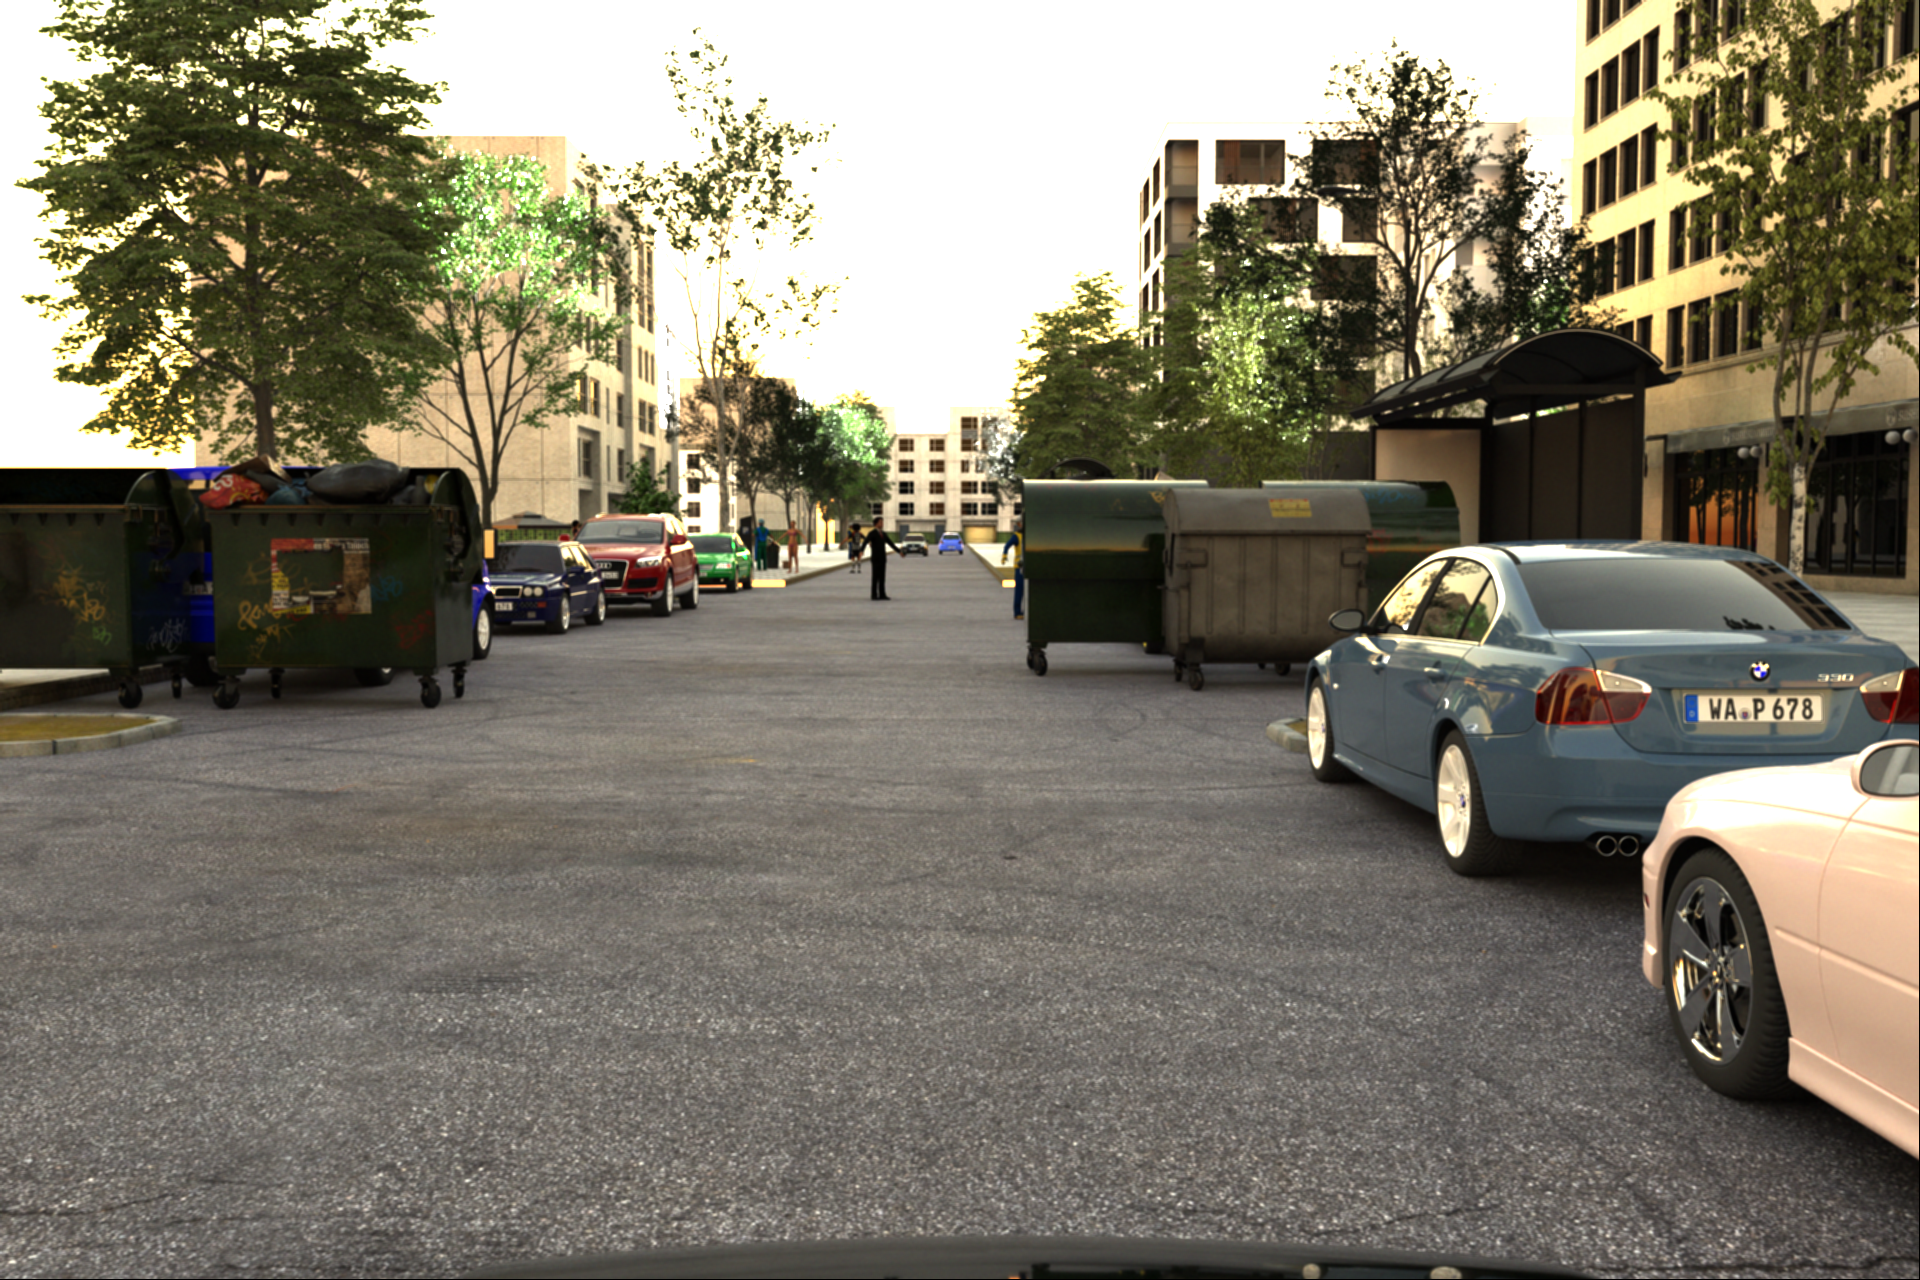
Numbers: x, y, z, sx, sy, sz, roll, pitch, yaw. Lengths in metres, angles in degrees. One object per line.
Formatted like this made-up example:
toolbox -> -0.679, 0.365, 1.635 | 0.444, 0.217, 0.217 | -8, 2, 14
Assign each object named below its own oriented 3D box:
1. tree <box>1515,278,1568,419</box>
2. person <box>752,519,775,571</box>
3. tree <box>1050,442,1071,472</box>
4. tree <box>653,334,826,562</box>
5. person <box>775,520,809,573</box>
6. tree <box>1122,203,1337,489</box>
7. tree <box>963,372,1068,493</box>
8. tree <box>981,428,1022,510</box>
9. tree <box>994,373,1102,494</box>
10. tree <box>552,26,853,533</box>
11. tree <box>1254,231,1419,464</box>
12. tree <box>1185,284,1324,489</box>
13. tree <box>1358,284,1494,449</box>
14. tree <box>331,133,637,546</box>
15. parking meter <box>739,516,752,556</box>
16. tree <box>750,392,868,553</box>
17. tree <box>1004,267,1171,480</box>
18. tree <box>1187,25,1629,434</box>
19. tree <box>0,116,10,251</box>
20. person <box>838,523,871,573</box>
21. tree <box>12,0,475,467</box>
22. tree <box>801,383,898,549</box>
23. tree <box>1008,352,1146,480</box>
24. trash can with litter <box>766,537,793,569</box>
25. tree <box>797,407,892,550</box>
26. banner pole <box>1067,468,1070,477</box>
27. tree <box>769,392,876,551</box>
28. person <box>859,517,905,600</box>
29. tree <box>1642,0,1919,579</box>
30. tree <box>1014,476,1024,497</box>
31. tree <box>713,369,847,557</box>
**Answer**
tree -> 23.111, -8.478, 64.373 | 9.928, 11.665, 9.643 | 0, 3, 0
person -> -6.969, -3.329, 60.561 | 1.347, 1.817, 0.704 | -3, 5, -42
tree -> 5.577, -9.849, 111.393 | 4.360, 8.622, 3.978 | 0, 3, 0
tree -> -9.685, -8.942, 80.620 | 7.601, 10.594, 8.767 | 3, 5, 40
person -> -5.544, -3.082, 57.189 | 1.217, 1.733, 0.721 | 1, 4, 20
tree -> 9.504, -8.681, 60.061 | 7.486, 12.596, 7.792 | 0, 3, 0
tree -> 5.288, -13.245, 126.926 | 12.009, 13.543, 11.850 | 0, 3, 0
tree -> 5.498, -12.673, 141.612 | 7.601, 10.594, 8.767 | 1, 4, 18
tree -> 5.429, -9.941, 96.955 | 7.601, 10.594, 8.767 | -1, 4, -17
tree -> -10.342, -12.955, 67.697 | 12.611, 20.169, 13.585 | 0, 3, 0
tree -> 8.695, -5.667, 43.021 | 4.360, 8.622, 3.978 | 0, 3, 0
tree -> 8.439, -6.132, 50.617 | 4.737, 8.622, 4.395 | 0, 3, 0
tree -> 14.232, -6.100, 50.094 | 4.360, 8.622, 3.978 | 0, 3, 0
tree -> -12.240, -7.278, 44.751 | 9.928, 11.665, 9.643 | 0, 3, 0
parking meter -> -6.779, -3.002, 54.795 | 0.399, 1.863, 0.255 | 0, 4, 0
tree -> -10.094, -11.007, 114.381 | 8.767, 10.594, 7.601 | 0, 4, 4
tree -> 5.441, -9.535, 74.019 | 7.486, 12.596, 7.792 | 0, 3, 0
tree -> 8.670, -5.943, 31.573 | 8.767, 10.594, 7.601 | -2, 4, -28
tree -> -12.651, -4.200, 19.025 | 4.360, 8.622, 3.978 | 0, 3, 0
person -> -3.858, -3.393, 64.078 | 1.345, 1.843, 0.704 | -2, 4, -27
tree -> -12.030, -6.802, 29.345 | 7.486, 12.596, 7.792 | 0, 3, 0
tree -> -9.875, -14.765, 148.070 | 9.857, 13.997, 8.962 | 0, 3, 0
tree -> 5.901, -9.334, 87.022 | 7.601, 10.594, 8.767 | 0, 4, -1
trash can with litter -> -6.700, -3.226, 64.135 | 1.055, 1.170, 0.624 | 0, 4, 0
tree -> -9.305, -12.937, 137.271 | 9.928, 11.665, 9.643 | 0, 3, 0
banner pole -> 3.755, -4.270, 59.830 | 0.401, 3.779, 0.863 | 0, 4, -2
tree -> -9.976, -12.354, 127.738 | 9.928, 11.665, 9.643 | 0, 3, 0
person -> -1.746, -1.774, 37.642 | 0.705, 1.806, 1.347 | 3, 5, 42
tree -> 9.559, -4.205, 19.116 | 4.737, 8.622, 4.395 | 0, 3, 0
tree -> 6.301, -10.247, 117.893 | 4.360, 8.622, 3.978 | 0, 3, 0
tree -> -9.795, -9.965, 97.340 | 7.601, 10.594, 8.767 | 1, 4, 16
